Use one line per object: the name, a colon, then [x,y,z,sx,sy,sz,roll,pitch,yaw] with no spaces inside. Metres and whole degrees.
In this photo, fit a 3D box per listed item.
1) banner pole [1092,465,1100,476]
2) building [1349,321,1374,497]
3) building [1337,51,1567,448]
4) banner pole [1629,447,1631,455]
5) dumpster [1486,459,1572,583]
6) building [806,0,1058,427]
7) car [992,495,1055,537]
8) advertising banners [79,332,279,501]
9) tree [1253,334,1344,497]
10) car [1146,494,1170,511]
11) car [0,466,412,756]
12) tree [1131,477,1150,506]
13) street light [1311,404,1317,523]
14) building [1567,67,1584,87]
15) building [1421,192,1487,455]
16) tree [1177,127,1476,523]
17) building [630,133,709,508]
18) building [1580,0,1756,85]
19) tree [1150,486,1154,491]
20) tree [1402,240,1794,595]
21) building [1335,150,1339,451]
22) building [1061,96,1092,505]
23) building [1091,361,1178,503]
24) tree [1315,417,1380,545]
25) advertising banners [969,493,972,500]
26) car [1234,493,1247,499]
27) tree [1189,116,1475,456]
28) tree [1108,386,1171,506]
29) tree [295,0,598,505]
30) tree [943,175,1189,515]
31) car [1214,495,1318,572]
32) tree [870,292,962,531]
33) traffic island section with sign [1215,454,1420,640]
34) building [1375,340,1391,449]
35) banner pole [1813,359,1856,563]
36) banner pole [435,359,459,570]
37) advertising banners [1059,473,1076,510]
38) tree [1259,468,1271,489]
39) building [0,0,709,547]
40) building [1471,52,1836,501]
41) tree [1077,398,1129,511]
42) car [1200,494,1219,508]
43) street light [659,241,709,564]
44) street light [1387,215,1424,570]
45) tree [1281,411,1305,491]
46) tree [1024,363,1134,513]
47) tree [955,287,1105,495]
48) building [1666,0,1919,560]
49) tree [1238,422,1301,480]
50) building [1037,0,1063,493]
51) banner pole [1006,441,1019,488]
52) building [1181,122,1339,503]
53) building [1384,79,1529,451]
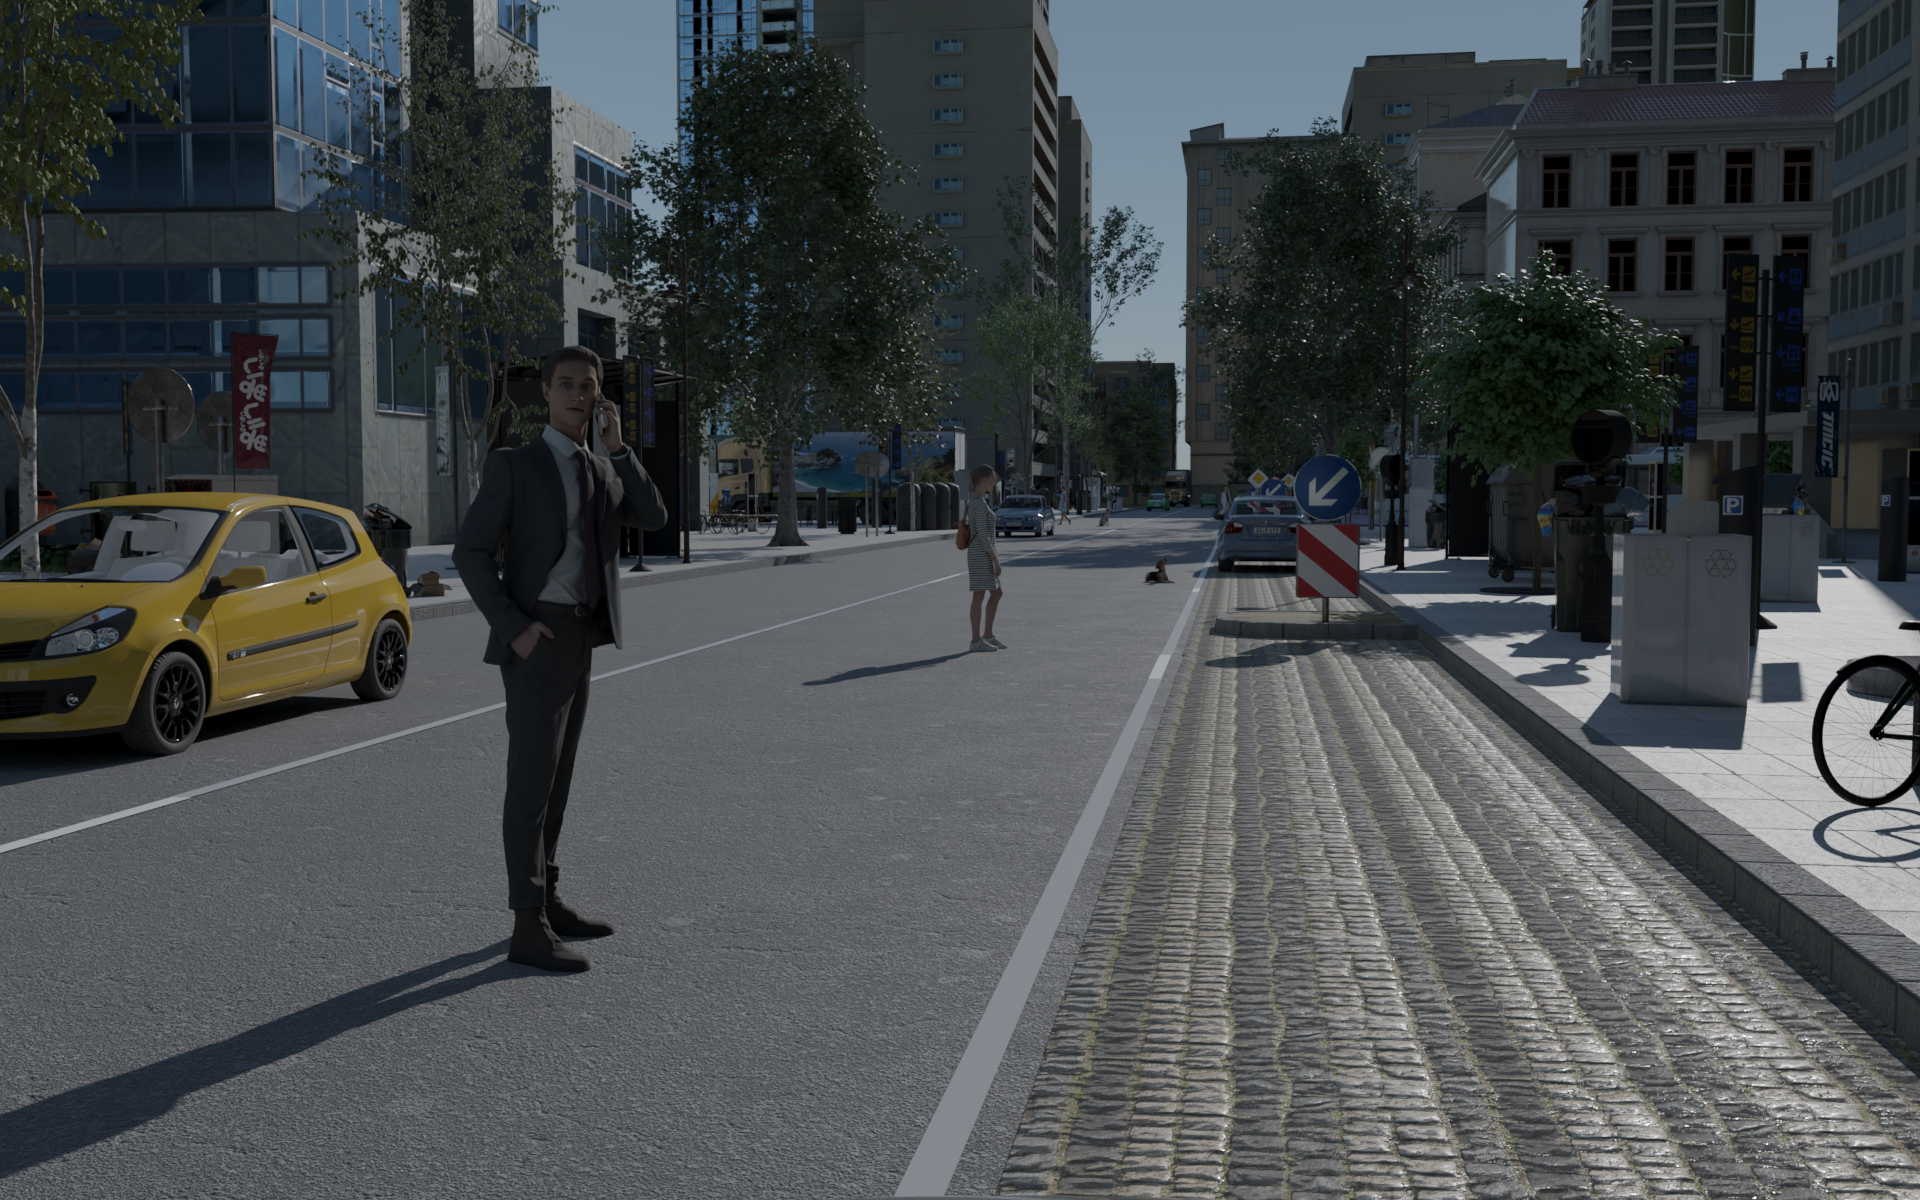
banner pole: [11.830,-9.798,150.209,0.863,3.779,0.401,2,4,24]
building: [51.419,-19.450,163.039,27.650,21.520,28.899,1,4,9]
building: [52.559,-34.487,187.558,21.300,48.544,21.600,1,4,9]
banner pole: [30.117,-5.404,78.373,0.863,3.779,0.401,-1,4,-21]
dumpster: [8.553,-1.216,25.636,1.264,1.857,1.865,1,4,9]
building: [-2.486,-33.041,163.923,21.300,48.544,21.600,1,4,9]
car: [2.161,-2.862,58.802,2.014,1.417,4.499,1,4,11]
advertising banners: [-8.228,-1.358,18.387,2.074,3.025,0.090,-3,5,-43]
tree: [20.275,-10.988,105.414,9.928,11.665,9.643,0,3,0]
car: [16.647,-8.362,145.509,1.959,1.807,4.718,1,4,10]
car: [-4.973,-0.035,10.790,2.015,1.641,3.980,0,4,8]
tree: [19.722,-12.043,191.509,1.663,3.219,1.824,0,3,0]
street light: [13.493,-5.705,66.067,0.468,5.910,1.993,1,4,9]
building: [73.318,-42.959,244.374,28.212,58.520,21.231,1,4,9]
building: [32.677,-14.460,101.052,10.561,19.102,19.286,1,4,9]
tree: [11.743,-8.422,54.701,9.611,12.733,9.660,0,3,0]
building: [-21.459,-55.051,212.747,31.000,86.520,22.319,1,4,9]
building: [97.476,-48.963,238.799,20.611,71.187,20.563,1,4,9]
tree: [23.041,-13.448,214.478,1.663,3.219,1.824,0,3,0]
tree: [7.514,-2.381,22.639,4.285,4.588,4.351,0,3,0]
building: [52.014,-34.012,206.209,14.600,45.320,14.200,1,4,9]
building: [4.500,-35.828,209.481,21.600,48.544,21.300,1,4,9]
building: [17.325,-25.235,257.635,28.899,21.520,27.650,1,4,9]
tree: [10.044,-3.019,43.961,1.663,3.219,1.824,0,3,0]
advertising banners: [0.136,-9.326,148.675,2.074,3.025,0.090,0,4,-2]
car: [27.437,-9.677,167.022,1.959,1.807,4.718,1,4,9]
tree: [18.684,-14.012,84.993,12.611,20.169,13.585,0,3,0]
tree: [18.813,-16.178,182.640,7.486,12.596,7.792,0,3,0]
tree: [-6.835,-4.501,23.955,4.360,8.622,3.978,0,3,0]
tree: [4.988,-15.218,104.701,12.611,20.169,13.585,0,3,0]
car: [5.825,-1.280,32.933,2.014,1.417,4.499,1,4,10]
tree: [-1.768,-6.663,59.299,4.360,8.622,3.978,0,3,0]
traffic island section with sign: [3.662,-0.571,17.967,1.989,1.847,2.006,1,4,9]
building: [40.184,-18.901,138.701,12.332,23.373,15.834,1,4,9]
banner pole: [16.287,-2.582,32.233,0.863,3.779,0.401,0,4,-7]
banner pole: [-8.761,-2.424,29.654,0.401,3.779,0.863,-3,5,-45]
advertising banners: [9.059,-9.005,143.412,2.074,3.025,0.090,-2,4,-28]
tree: [33.679,-12.571,189.250,4.285,4.588,4.351,0,3,0]
building: [-25.863,-45.065,49.487,31.000,86.520,22.319,1,4,9]
building: [36.505,-15.190,84.516,21.152,22.565,11.583,1,4,9]
tree: [10.527,-11.094,131.741,4.737,8.622,4.395,0,3,0]
car: [26.254,-10.618,182.407,1.959,1.807,4.718,1,4,9]
street light: [-5.047,-3.611,31.825,0.468,5.910,1.993,1,4,9]
street light: [7.441,-3.441,29.050,0.468,5.910,1.993,1,4,9]
tree: [25.146,-11.054,131.088,4.737,8.622,4.395,0,3,0]
tree: [8.605,-11.338,119.788,7.601,10.594,8.767,2,4,30]
tree: [3.436,-9.906,87.720,9.928,11.665,9.643,0,3,0]
building: [34.177,-21.131,37.372,32.217,40.220,23.993,1,4,9]
tree: [28.657,-14.597,156.792,7.486,12.596,7.792,0,3,0]
building: [0.984,-45.612,184.011,20.563,71.187,20.611,1,4,9]
banner pole: [2.536,-5.629,82.044,0.863,3.779,0.401,-3,4,-36]
building: [46.398,-40.570,252.559,27.495,52.752,28.713,1,4,9]
building: [37.225,-20.471,120.604,13.634,28.700,20.117,1,4,9]
